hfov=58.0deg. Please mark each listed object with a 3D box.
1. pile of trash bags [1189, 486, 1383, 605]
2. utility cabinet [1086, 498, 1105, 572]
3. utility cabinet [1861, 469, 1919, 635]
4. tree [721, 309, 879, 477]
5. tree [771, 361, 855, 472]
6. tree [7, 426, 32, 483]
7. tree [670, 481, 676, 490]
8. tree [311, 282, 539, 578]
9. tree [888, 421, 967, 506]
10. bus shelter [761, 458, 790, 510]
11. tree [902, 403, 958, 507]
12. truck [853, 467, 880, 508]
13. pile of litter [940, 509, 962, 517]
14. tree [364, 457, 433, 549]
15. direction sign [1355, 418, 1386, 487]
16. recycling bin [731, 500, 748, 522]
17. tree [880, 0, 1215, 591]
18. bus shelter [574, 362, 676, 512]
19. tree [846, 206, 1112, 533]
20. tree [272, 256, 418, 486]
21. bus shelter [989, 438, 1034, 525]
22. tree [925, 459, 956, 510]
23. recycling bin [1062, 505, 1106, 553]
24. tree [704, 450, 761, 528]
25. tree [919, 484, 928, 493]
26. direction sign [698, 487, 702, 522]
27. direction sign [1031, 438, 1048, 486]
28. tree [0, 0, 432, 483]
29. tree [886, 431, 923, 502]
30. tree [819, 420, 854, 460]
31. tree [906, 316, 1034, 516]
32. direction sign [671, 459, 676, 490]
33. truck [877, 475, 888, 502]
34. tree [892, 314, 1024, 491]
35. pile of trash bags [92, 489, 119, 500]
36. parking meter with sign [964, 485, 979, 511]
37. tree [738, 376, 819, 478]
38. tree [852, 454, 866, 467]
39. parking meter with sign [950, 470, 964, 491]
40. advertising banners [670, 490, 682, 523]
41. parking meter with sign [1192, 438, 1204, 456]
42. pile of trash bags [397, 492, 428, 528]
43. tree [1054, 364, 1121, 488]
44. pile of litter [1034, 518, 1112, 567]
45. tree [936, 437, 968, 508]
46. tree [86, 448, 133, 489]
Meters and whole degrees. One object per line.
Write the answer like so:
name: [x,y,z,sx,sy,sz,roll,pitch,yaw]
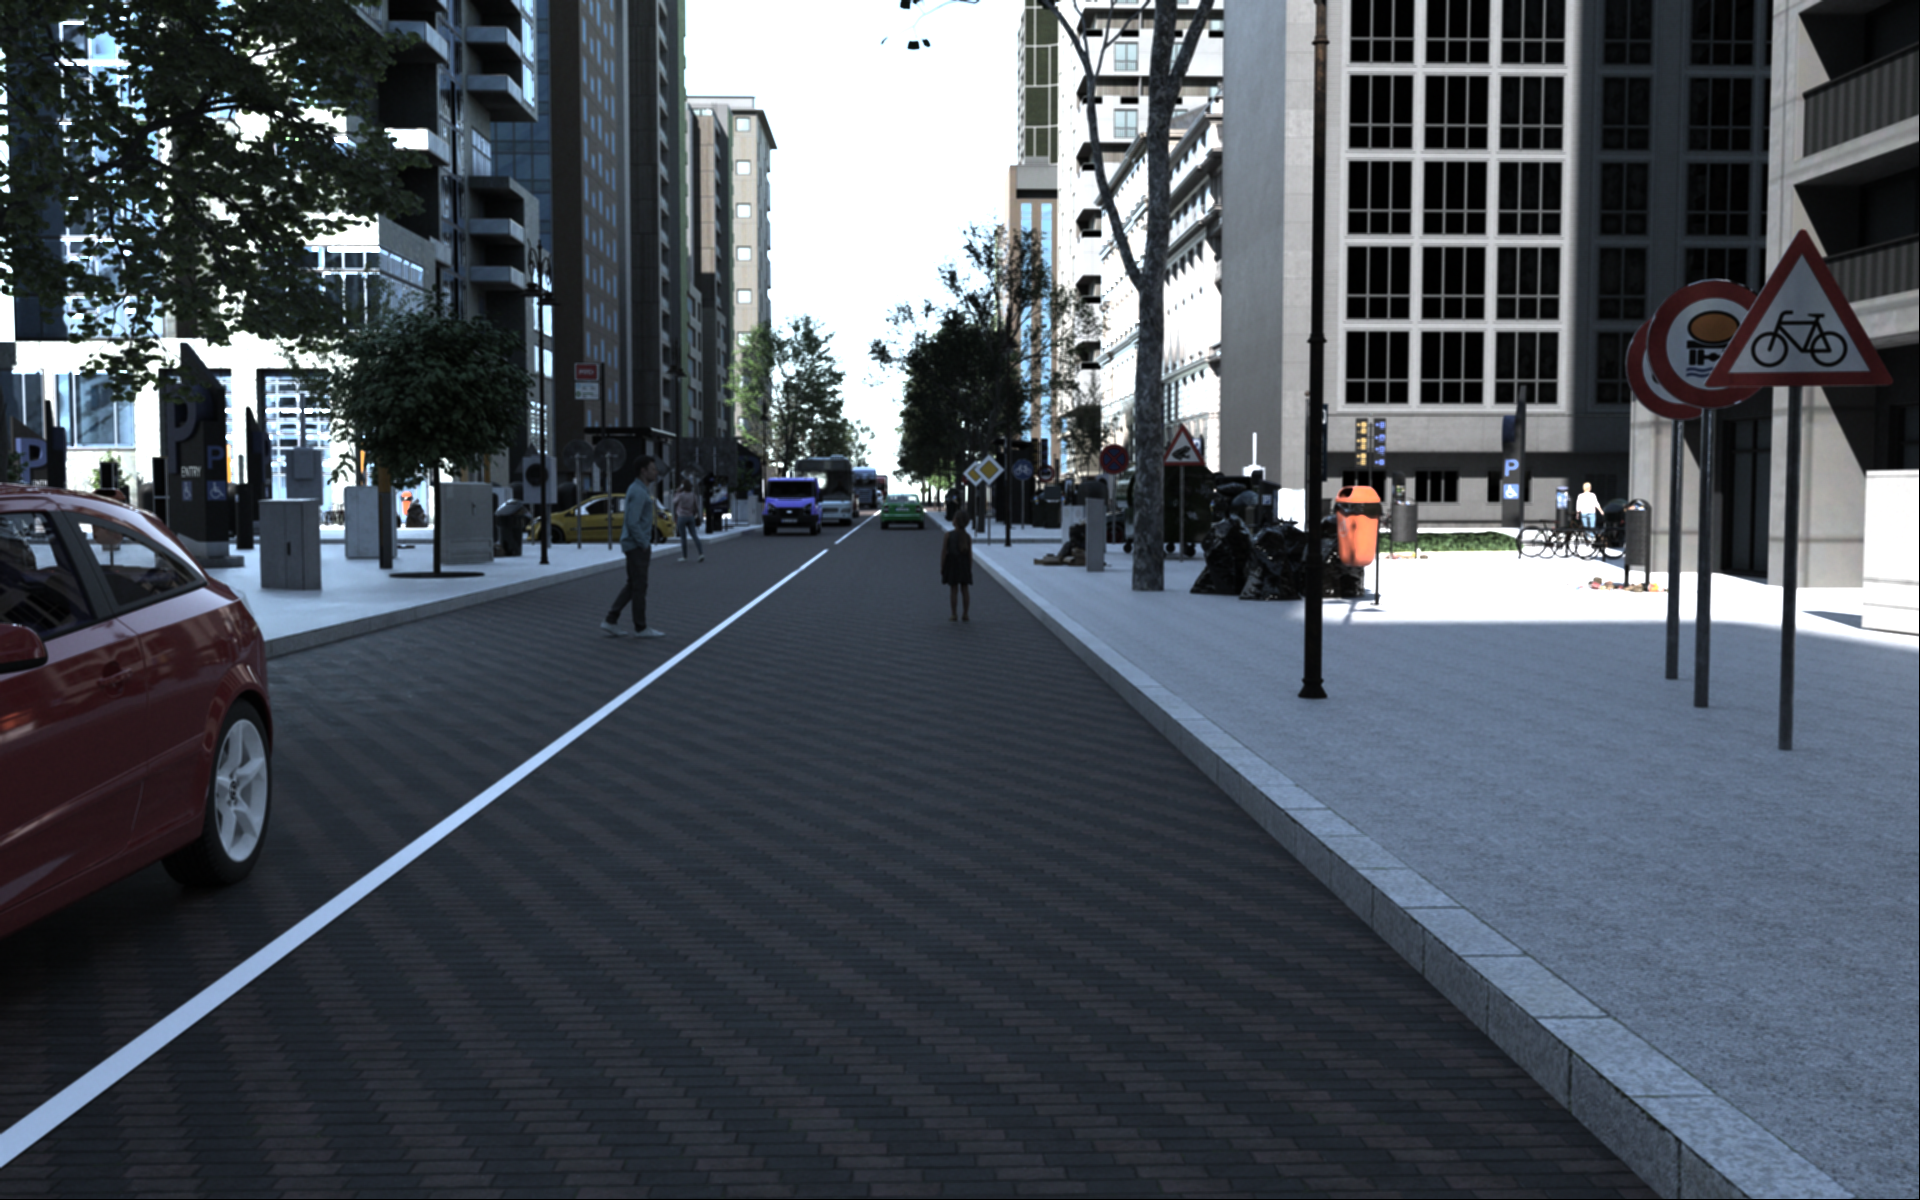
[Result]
pile of trash bags: [4.235,-0.708,21.330,1.912,1.369,3.447,-1,4,-15]
utility cabinet: [2.272,-1.096,29.075,0.306,1.237,1.020,0,4,3]
utility cabinet: [8.741,-0.433,15.762,0.318,1.500,1.173,0,4,-7]
tree: [-9.719,-10.459,96.758,9.928,11.665,9.643,0,3,0]
tree: [-12.546,-13.902,145.423,7.486,12.596,7.792,0,3,0]
tree: [-22.901,-2.841,41.056,1.663,3.219,1.824,0,3,0]
tree: [-18.927,-7.374,115.170,1.663,3.219,1.824,0,3,0]
tree: [-8.268,-2.646,26.979,4.285,4.588,4.351,0,3,0]
tree: [-3.290,-16.937,193.924,9.611,12.733,9.660,0,3,0]
bus shelter: [-12.439,-7.631,116.055,1.731,3.624,6.357,0,4,-2]
tree: [-2.513,-15.896,178.027,7.486,12.596,7.792,0,3,0]
truck: [-9.753,-11.538,178.401,2.967,4.110,18.799,0,4,-3]
pile of litter: [-0.251,-5.151,98.175,1.719,0.858,1.176,2,4,33]
tree: [-13.483,-2.834,40.945,1.663,3.219,1.824,0,3,0]
direction sign: [12.253,-3.654,51.748,0.876,3.537,0.379,0,4,5]
recycling bin: [-10.114,-4.105,79.676,0.722,1.027,0.722,-1,4,-20]
tree: [3.564,-10.253,23.527,12.611,20.169,13.585,0,3,0]
bus shelter: [-10.757,-4.769,55.598,2.179,5.291,8.768,0,4,-2]
tree: [0.660,-7.496,56.979,8.767,10.594,7.601,0,4,1]
tree: [-18.518,-6.274,52.945,4.737,8.622,4.395,0,3,0]
bus shelter: [2.227,-5.148,75.460,1.731,3.624,6.357,0,4,-2]
tree: [-1.225,-9.734,142.871,4.285,4.588,4.351,0,3,0]
recycling bin: [2.722,-1.555,37.975,0.722,1.027,0.722,-3,5,-40]
tree: [-9.069,-4.590,69.646,1.663,3.219,1.824,0,3,0]
tree: [-5.905,-17.659,283.318,1.663,3.219,1.824,0,3,0]
direction sign: [-12.170,-5.412,80.478,0.876,3.537,0.379,-3,5,-45]
direction sign: [3.233,-4.800,70.485,0.876,3.537,0.379,-3,4,-38]
tree: [-8.099,-5.816,13.213,7.486,12.596,7.792,0,3,0]
tree: [-5.211,-20.055,238.272,12.009,13.543,11.850,0,3,0]
tree: [-11.657,-12.465,154.167,4.360,8.622,3.978,0,3,0]
tree: [0.459,-10.649,99.864,9.928,11.665,9.643,0,3,0]
direction sign: [-18.818,-7.392,112.851,0.379,3.537,0.876,3,5,43]
truck: [-11.808,-16.053,251.387,2.839,4.237,11.283,0,4,0]
tree: [-0.195,-12.885,117.319,9.857,13.997,8.962,0,3,0]
pile of trash bags: [-15.376,-1.124,28.128,3.447,1.369,1.912,-1,4,-17]
parking meter with sign: [1.301,-7.008,110.848,1.738,3.016,0.543,1,4,11]
tree: [-11.441,-9.545,106.417,4.360,8.622,3.978,0,3,0]
tree: [-16.840,-20.415,284.141,4.737,8.622,4.395,0,3,0]
parking meter with sign: [0.099,-7.972,126.596,1.738,3.016,0.543,0,4,6]
advertising banners: [-11.308,-4.470,69.275,2.074,3.025,0.090,2,4,35]
parking meter with sign: [6.716,-3.531,53.989,1.738,3.016,0.543,-2,4,-27]
pile of trash bags: [-21.264,-3.450,66.152,1.912,1.369,3.447,-1,4,-13]
tree: [7.148,-9.103,99.193,4.360,8.622,3.978,0,3,0]
pile of litter: [2.020,-1.058,31.258,1.176,0.858,1.719,-1,4,-21]
tree: [-1.153,-12.615,156.623,4.360,8.622,3.978,0,3,0]
tree: [-34.537,-4.652,70.667,1.663,3.219,1.824,0,3,0]
